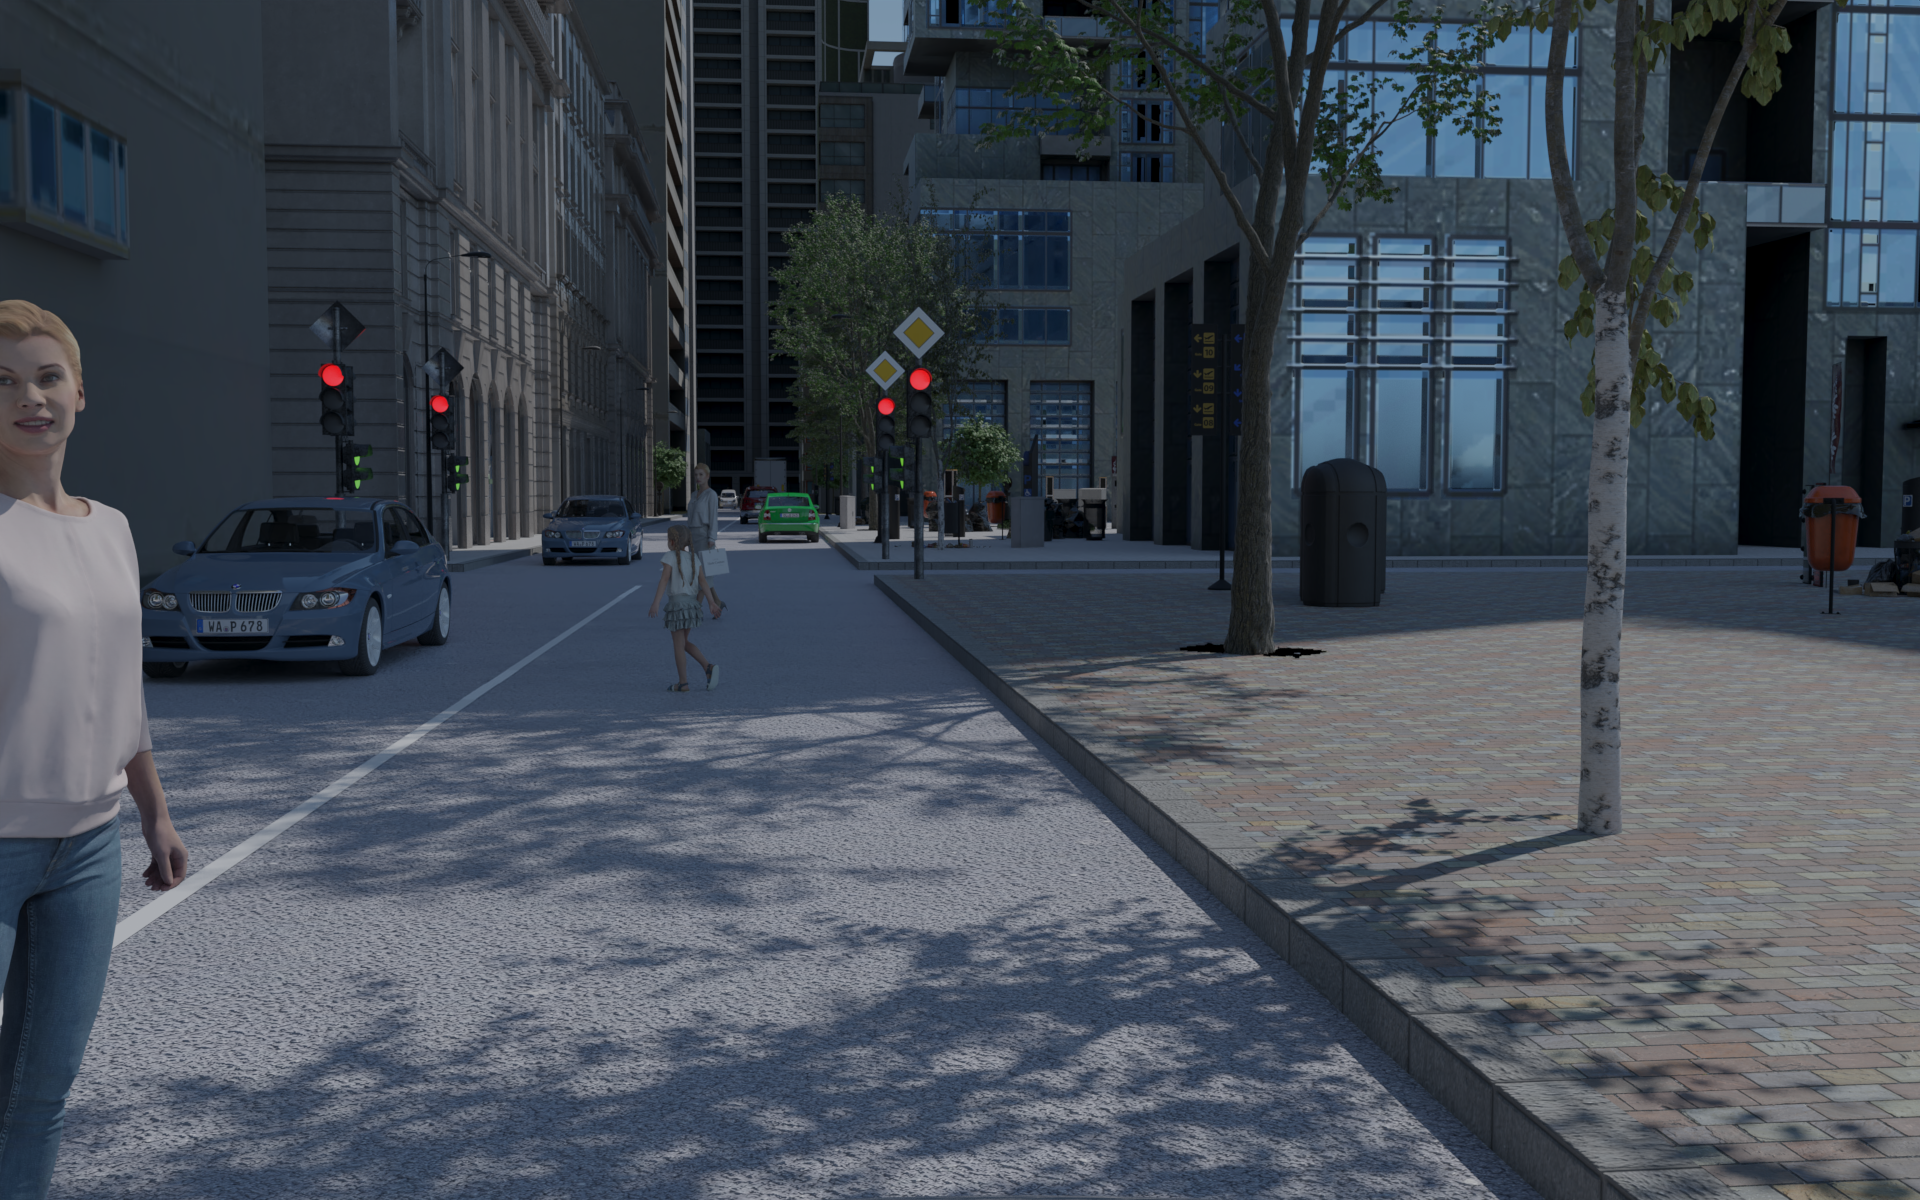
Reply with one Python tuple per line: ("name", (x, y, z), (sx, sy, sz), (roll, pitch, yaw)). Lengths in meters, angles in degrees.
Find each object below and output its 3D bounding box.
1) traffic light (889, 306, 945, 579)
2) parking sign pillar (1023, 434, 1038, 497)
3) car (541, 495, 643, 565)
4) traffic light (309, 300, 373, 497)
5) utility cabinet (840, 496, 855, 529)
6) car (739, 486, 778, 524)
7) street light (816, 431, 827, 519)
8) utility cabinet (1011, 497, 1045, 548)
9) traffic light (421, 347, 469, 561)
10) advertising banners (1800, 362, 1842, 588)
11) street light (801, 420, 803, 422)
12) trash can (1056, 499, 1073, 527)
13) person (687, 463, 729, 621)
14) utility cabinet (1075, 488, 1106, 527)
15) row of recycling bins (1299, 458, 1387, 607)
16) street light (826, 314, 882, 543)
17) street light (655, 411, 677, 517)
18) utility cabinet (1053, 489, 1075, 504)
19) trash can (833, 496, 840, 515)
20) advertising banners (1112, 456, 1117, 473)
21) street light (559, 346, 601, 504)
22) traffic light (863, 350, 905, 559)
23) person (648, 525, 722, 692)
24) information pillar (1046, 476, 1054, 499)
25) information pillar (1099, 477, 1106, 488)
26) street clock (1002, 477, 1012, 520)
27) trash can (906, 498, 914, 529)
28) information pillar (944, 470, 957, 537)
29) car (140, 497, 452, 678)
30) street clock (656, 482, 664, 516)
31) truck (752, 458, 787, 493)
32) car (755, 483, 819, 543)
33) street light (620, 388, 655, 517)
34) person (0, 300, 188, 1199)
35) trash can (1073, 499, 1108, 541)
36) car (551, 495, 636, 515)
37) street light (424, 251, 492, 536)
("traffic light", (-0.639, -2.272, 26.060), (0.839, 4.253, 0.868), (0, 4, -6))
("parking sign pillar", (3.170, -5.454, 77.646), (1.447, 3.967, 1.447), (1, 4, 14))
("car", (-7.684, -1.496, 36.460), (2.014, 1.417, 4.499), (0, 4, -6))
("traffic light", (-9.002, -2.216, 25.158), (0.839, 4.253, 0.868), (0, 4, -6))
("utility cabinet", (-4.133, -3.222, 63.840), (0.306, 1.237, 1.020), (1, 4, 14))
("car", (-9.610, -4.606, 83.987), (2.281, 1.827, 5.304), (0, 4, -5))
("street light", (-5.112, -5.745, 66.467), (1.470, 5.913, 1.316), (0, 4, -6))
("utility cabinet", (1.625, -1.865, 41.661), (0.306, 1.237, 1.020), (3, 4, 37))
("traffic light", (-9.846, -2.702, 33.099), (0.839, 4.253, 0.868), (0, 4, -6))
("advertising banners", (11.923, -1.700, 23.983), (0.090, 3.025, 2.074), (1, 4, 16))
("street light", (-7.286, -7.037, 87.596), (1.470, 5.913, 1.316), (0, 4, -6))
("trash can", (3.367, -2.614, 54.397), (0.748, 1.137, 0.748), (0, 3, 0))
("person", (-2.857, -0.654, 19.554), (0.624, 1.780, 0.694), (-2, 4, -32))
("utility cabinet", (5.054, -3.524, 66.293), (0.318, 1.500, 1.173), (-3, 5, -43))
("row of recycling bins", (4.699, -0.863, 21.216), (1.069, 1.692, 3.534), (1, 4, 15))
("street light", (-2.634, -4.428, 44.939), (1.470, 5.913, 1.316), (0, 4, -6))
("street light", (-16.483, -7.600, 96.807), (1.470, 5.913, 1.316), (0, 4, -6))
("utility cabinet", (4.487, -4.116, 75.976), (1.173, 1.500, 0.318), (-1, 4, -22))
("trash can", (-7.263, -5.673, 104.405), (0.748, 1.137, 0.748), (0, 3, 0))
("advertising banners", (7.392, -5.043, 78.648), (0.090, 3.025, 2.074), (-2, 4, -25))
("street light", (-11.990, -5.013, 54.509), (1.470, 5.913, 1.316), (0, 4, -6))
("traffic light", (-1.484, -2.757, 34.001), (0.839, 4.253, 0.868), (0, 4, -6))
("person", (-1.995, 0.064, 12.470), (0.382, 1.210, 0.505), (3, 4, 37))
("information pillar", (3.730, -4.142, 72.210), (0.304, 2.012, 0.304), (0, 4, -3))
("information pillar", (6.227, -4.355, 75.699), (0.304, 2.012, 0.304), (0, 4, -1))
("street clock", (2.017, -4.255, 74.136), (0.358, 2.002, 0.471), (3, 4, 36))
("trash can", (-1.641, -3.229, 64.452), (0.748, 1.137, 0.748), (0, 3, 0))
("information pillar", (-0.281, -2.919, 52.223), (0.304, 2.012, 0.304), (2, 4, 25))
("car", (-5.628, -0.189, 15.091), (2.014, 1.417, 4.499), (0, 4, -5))
("street clock", (-17.495, -5.888, 100.843), (0.471, 2.002, 0.358), (0, 4, 4))
("truck", (-15.253, -9.183, 139.059), (2.839, 4.237, 11.283), (0, 4, -7))
("car", (-5.212, -2.663, 52.343), (1.959, 1.807, 4.718), (0, 4, -7))
("street light", (-14.241, -6.305, 75.629), (1.470, 5.913, 1.316), (0, 4, -6))
("person", (-1.677, 0.392, 2.759), (0.598, 1.740, 0.731), (1, 4, 9))
("trash can", (3.711, -2.212, 47.820), (0.748, 1.137, 0.748), (0, 3, 0))
("car", (-8.771, -1.822, 41.798), (2.014, 1.417, 4.499), (0, 4, -4))
("street light", (-9.665, -3.713, 33.255), (1.470, 5.913, 1.316), (0, 4, -6))
